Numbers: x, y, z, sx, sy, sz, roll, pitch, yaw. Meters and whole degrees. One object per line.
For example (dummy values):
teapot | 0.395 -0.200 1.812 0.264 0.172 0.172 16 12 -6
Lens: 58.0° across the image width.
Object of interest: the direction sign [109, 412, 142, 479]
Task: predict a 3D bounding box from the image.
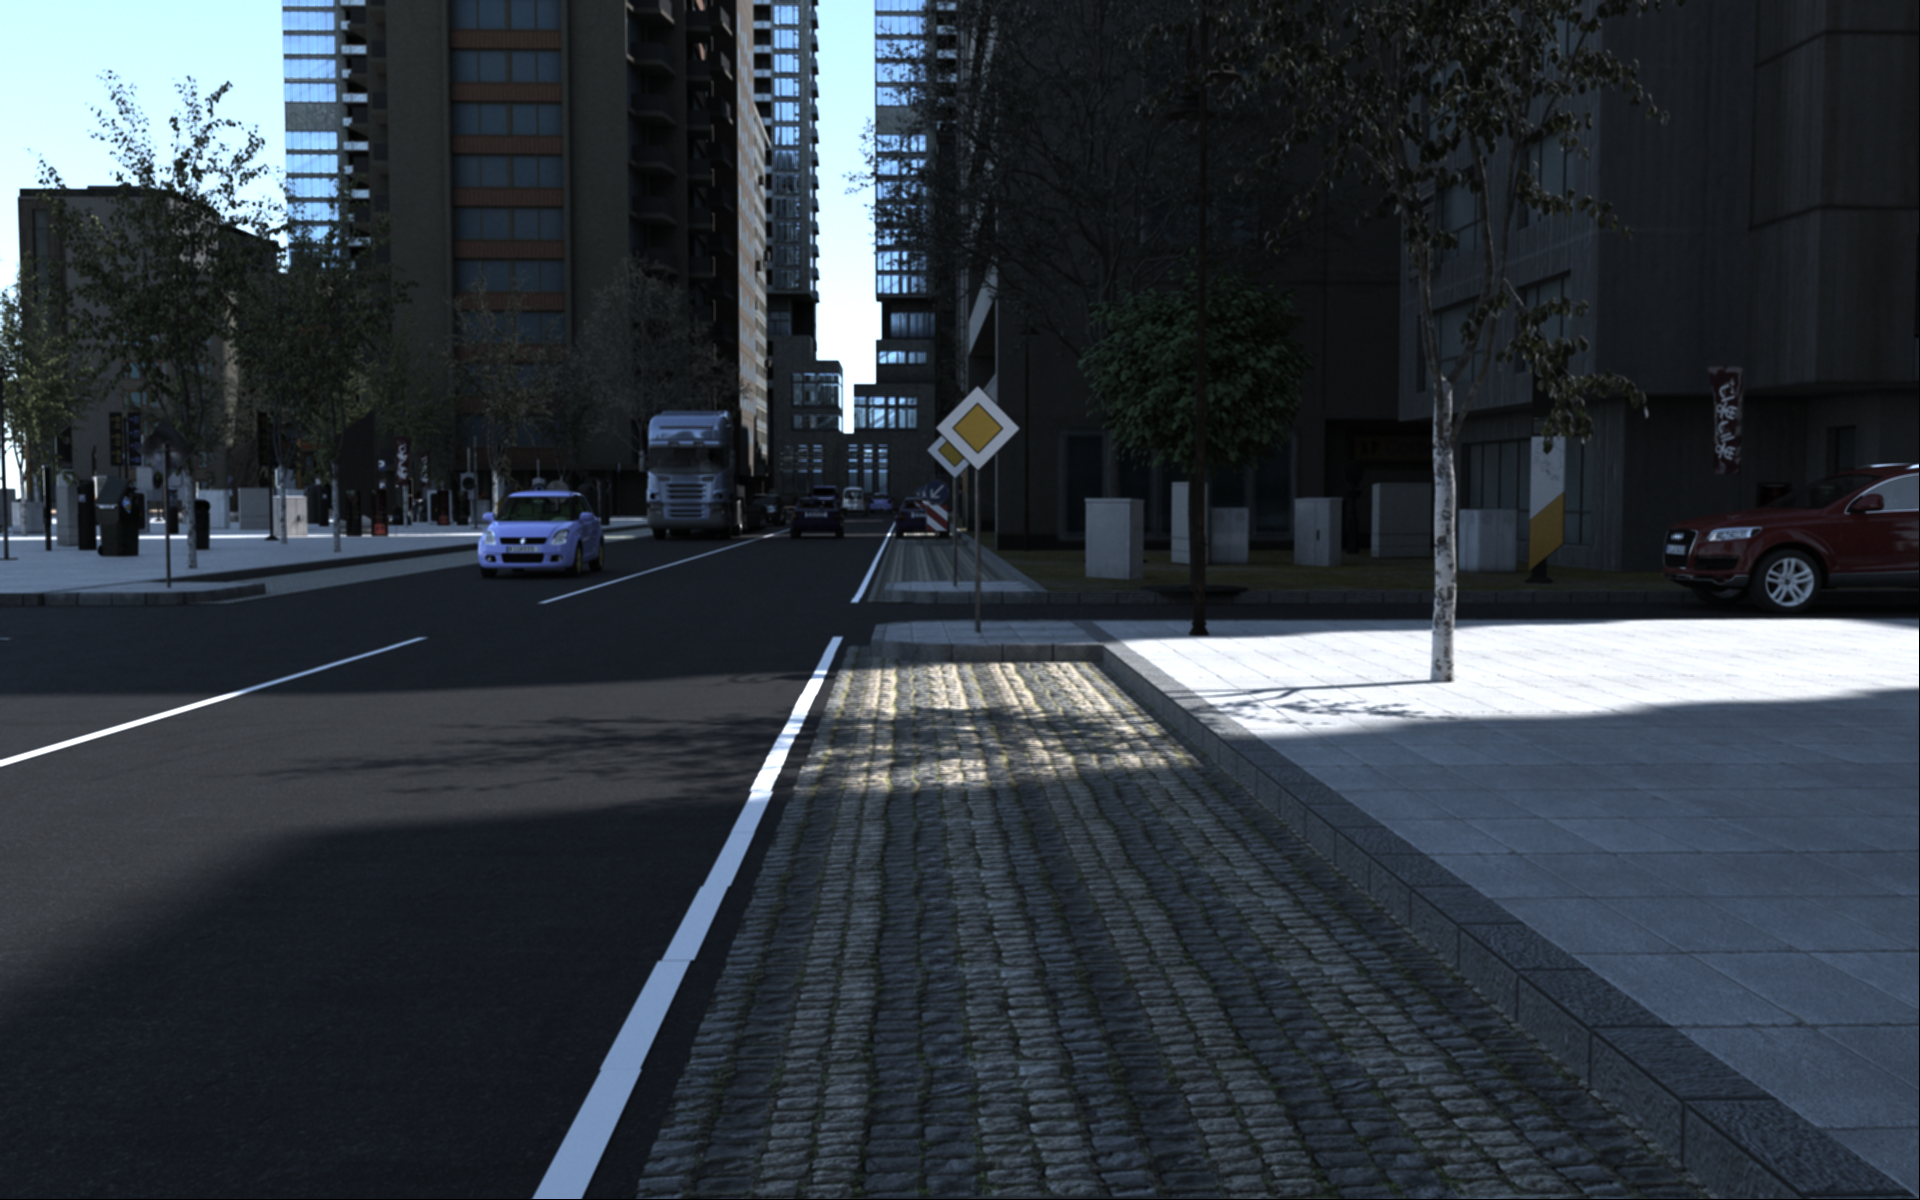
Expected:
direction sign | -23.077 -3.422 47.953 0.876 3.537 0.379 0 4 5

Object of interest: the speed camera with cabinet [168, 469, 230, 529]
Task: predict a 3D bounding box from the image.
speed camera with cabinet | -28.209 -4.270 64.149 2.038 3.252 0.660 -1 4 -9

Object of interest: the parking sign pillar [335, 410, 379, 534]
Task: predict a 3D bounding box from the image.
parking sign pillar | -19.433 -4.118 55.799 1.447 3.967 1.447 0 4 0

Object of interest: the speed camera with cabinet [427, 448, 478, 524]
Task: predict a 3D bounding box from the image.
speed camera with cabinet | -21.540 -4.843 73.512 2.038 3.252 0.660 -1 4 -12

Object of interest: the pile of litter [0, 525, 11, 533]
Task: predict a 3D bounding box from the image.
pile of litter | -32.210 -2.645 57.219 1.176 0.858 1.719 3 5 40

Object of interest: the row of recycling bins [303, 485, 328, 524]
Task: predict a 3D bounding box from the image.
row of recycling bins | -28.539 -4.247 76.548 1.069 1.692 3.534 -2 4 -28

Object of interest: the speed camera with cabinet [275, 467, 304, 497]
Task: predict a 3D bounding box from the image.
speed camera with cabinet | -23.758 -4.103 61.423 0.660 3.252 2.038 -2 4 -32

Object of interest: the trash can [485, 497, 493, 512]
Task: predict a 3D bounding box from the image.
trash can | -24.058 -4.723 88.875 0.748 1.137 0.748 0 3 0

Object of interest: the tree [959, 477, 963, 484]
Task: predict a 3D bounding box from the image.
tree | 0.639 -6.558 101.830 1.663 3.219 1.824 0 3 0

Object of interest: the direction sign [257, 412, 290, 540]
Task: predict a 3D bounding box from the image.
direction sign | -19.156 -3.431 48.099 0.379 3.537 0.876 1 4 19

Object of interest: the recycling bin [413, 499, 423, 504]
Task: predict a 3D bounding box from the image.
recycling bin | -26.253 -4.322 83.219 0.722 1.027 0.722 0 4 -4

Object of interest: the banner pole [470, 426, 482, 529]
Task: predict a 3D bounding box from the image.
banner pole | -17.699 -4.481 63.276 0.401 3.779 0.863 -1 4 -20

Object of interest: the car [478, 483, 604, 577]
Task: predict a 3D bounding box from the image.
car | -7.445 -1.305 30.932 1.945 1.707 3.694 0 4 -3

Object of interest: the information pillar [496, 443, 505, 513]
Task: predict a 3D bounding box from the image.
information pillar | -20.818 -5.326 78.435 0.183 3.616 0.504 2 4 23

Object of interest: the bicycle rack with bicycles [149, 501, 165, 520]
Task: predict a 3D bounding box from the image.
bicycle rack with bicycles | -39.691 -4.368 84.796 2.852 0.926 2.925 -2 4 -31

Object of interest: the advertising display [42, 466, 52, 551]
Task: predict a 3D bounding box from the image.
advertising display | -20.813 -2.096 39.485 0.123 1.923 0.974 -2 4 -30

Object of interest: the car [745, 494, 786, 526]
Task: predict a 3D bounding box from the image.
car | -8.848 -4.168 77.934 2.009 1.686 4.222 0 4 0

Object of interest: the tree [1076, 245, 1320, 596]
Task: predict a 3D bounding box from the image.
tree | 3.189 -2.407 23.072 4.285 4.588 4.351 0 3 0

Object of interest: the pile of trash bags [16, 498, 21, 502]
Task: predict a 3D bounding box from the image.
pile of trash bags | -53.167 -5.260 95.749 3.447 1.369 1.912 -3 4 -36

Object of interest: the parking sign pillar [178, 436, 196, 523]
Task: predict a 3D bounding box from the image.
parking sign pillar | -34.791 -5.441 77.432 1.447 3.967 1.447 1 4 16

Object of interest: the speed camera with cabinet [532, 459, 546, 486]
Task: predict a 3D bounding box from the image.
speed camera with cabinet | -23.221 -6.367 98.441 2.038 3.252 0.660 0 4 1

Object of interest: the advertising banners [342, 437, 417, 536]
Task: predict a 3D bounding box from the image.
advertising banners | -17.729 -3.459 52.740 2.074 3.025 0.090 0 4 -7

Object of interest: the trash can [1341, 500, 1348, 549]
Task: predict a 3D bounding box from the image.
trash can | 8.319 -1.661 38.810 0.748 1.137 0.748 0 3 0

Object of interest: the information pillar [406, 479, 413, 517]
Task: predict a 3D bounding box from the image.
information pillar | -26.030 -4.722 81.700 0.304 2.012 0.304 2 4 34

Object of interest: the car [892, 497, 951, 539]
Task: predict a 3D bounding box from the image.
car | -1.239 -2.658 56.044 1.945 1.354 3.894 0 4 -3

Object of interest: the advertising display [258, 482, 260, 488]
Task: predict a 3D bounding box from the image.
advertising display | -37.826 -5.381 93.187 0.123 1.923 0.974 0 4 -7

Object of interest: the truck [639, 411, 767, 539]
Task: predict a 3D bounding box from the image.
truck | -8.761 -4.404 61.770 2.967 4.110 18.799 0 4 -2

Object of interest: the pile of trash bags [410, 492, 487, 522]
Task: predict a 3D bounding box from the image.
pile of trash bags | -23.777 -4.330 80.543 3.447 1.369 1.912 -2 4 -25

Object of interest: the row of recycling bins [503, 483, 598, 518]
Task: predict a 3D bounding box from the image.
row of recycling bins | -15.501 -3.578 65.613 3.534 1.692 1.069 -1 4 -11

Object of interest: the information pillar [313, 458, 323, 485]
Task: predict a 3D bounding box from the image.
information pillar | -34.136 -6.171 92.244 0.504 3.616 0.183 -1 4 -22

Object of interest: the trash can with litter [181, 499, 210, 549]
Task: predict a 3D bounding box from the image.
trash can with litter | -17.775 -1.767 40.283 0.624 1.170 1.055 -2 4 -26

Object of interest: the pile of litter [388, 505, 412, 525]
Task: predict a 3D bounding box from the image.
pile of litter | -23.402 -3.518 71.486 1.719 0.858 1.176 -3 4 -37

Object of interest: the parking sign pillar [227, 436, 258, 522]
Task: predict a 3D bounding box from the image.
parking sign pillar | -33.361 -5.631 80.545 1.447 3.967 1.447 2 4 34

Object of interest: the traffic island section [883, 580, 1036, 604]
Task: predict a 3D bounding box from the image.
traffic island section | -0.048 -0.111 24.096 2.009 0.180 2.903 0 4 -2

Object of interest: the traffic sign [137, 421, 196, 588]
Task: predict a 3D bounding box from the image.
traffic sign | -10.862 -1.228 23.723 0.795 2.450 0.064 0 4 -2

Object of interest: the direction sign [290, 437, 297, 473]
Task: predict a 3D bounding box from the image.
direction sign | -26.861 -4.719 69.146 0.876 3.537 0.379 -2 4 -35

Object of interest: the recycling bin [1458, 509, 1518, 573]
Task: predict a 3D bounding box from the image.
recycling bin | 8.690 -0.977 28.524 0.722 1.027 0.722 -1 4 -8

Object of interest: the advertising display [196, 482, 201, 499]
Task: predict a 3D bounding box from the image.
advertising display | -39.998 -5.235 90.808 0.123 1.923 0.974 -3 5 -43

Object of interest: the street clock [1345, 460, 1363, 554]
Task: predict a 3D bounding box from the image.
street clock | 8.410 -1.984 37.002 0.358 2.002 0.471 2 4 35

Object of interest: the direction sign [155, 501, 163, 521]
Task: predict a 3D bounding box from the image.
direction sign | -37.748 -5.473 81.485 0.379 3.537 0.876 -1 4 -14

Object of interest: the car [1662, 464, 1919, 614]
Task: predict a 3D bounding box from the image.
car | 11.519 -0.790 21.585 5.304 1.827 2.281 0 4 0

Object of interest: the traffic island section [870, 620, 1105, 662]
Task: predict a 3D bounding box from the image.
traffic island section | 0.186 0.377 16.114 2.009 0.180 2.903 0 4 -2

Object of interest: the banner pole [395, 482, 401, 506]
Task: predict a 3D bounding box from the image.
banner pole | -25.147 -5.349 77.474 0.401 3.779 0.863 -2 4 -32

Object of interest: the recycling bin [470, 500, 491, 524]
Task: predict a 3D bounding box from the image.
recycling bin | -20.678 -3.801 74.695 0.722 1.027 0.722 0 4 -4

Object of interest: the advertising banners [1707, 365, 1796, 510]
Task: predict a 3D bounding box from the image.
advertising banners | 11.174 -1.683 23.702 2.074 3.025 0.090 0 4 -5

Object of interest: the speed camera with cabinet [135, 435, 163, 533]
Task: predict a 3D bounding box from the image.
speed camera with cabinet | -27.065 -3.840 57.113 0.660 3.252 2.038 0 4 2

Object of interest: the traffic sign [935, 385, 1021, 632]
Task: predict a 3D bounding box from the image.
traffic sign | 0.163 -0.758 16.036 0.795 2.450 0.064 0 4 -2

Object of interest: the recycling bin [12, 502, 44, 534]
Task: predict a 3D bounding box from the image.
recycling bin | -30.180 -2.662 56.076 0.722 1.027 0.722 3 5 39

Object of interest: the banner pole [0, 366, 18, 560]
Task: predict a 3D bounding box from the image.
banner pole | -18.941 -2.683 33.890 0.863 3.779 0.401 0 4 4

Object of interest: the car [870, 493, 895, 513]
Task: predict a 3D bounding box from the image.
car | -5.895 -7.400 130.576 1.945 1.707 3.694 0 3 0

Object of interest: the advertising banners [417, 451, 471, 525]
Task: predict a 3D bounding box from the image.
advertising banners | -21.173 -4.577 71.016 2.074 3.025 0.090 -1 4 -15

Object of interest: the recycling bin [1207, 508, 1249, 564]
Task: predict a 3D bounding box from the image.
recycling bin | 4.923 -1.184 31.919 0.722 1.027 0.722 0 4 2

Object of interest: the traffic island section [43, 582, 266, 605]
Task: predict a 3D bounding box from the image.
traffic island section | -10.885 -0.092 23.784 2.009 0.180 2.903 0 4 -2

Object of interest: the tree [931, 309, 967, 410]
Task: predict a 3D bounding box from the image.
tree | 1.062 -7.029 65.288 4.360 8.622 3.978 0 3 0

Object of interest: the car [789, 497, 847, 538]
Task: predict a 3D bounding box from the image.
car | -4.715 -2.745 57.462 1.945 1.354 3.894 0 4 -3

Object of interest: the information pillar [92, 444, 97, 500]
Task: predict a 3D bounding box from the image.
information pillar | -40.540 -5.492 81.149 0.183 3.616 0.504 -1 4 -15

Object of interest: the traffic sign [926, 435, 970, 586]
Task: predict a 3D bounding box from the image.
traffic sign | -0.072 -1.246 24.018 0.795 2.450 0.064 0 4 -2

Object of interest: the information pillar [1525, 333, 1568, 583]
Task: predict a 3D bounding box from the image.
information pillar | 8.435 -2.050 24.875 0.504 3.616 0.183 2 4 35

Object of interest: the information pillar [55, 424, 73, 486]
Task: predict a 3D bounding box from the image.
information pillar | -29.944 -4.074 57.960 0.504 3.616 0.183 -3 4 -37
